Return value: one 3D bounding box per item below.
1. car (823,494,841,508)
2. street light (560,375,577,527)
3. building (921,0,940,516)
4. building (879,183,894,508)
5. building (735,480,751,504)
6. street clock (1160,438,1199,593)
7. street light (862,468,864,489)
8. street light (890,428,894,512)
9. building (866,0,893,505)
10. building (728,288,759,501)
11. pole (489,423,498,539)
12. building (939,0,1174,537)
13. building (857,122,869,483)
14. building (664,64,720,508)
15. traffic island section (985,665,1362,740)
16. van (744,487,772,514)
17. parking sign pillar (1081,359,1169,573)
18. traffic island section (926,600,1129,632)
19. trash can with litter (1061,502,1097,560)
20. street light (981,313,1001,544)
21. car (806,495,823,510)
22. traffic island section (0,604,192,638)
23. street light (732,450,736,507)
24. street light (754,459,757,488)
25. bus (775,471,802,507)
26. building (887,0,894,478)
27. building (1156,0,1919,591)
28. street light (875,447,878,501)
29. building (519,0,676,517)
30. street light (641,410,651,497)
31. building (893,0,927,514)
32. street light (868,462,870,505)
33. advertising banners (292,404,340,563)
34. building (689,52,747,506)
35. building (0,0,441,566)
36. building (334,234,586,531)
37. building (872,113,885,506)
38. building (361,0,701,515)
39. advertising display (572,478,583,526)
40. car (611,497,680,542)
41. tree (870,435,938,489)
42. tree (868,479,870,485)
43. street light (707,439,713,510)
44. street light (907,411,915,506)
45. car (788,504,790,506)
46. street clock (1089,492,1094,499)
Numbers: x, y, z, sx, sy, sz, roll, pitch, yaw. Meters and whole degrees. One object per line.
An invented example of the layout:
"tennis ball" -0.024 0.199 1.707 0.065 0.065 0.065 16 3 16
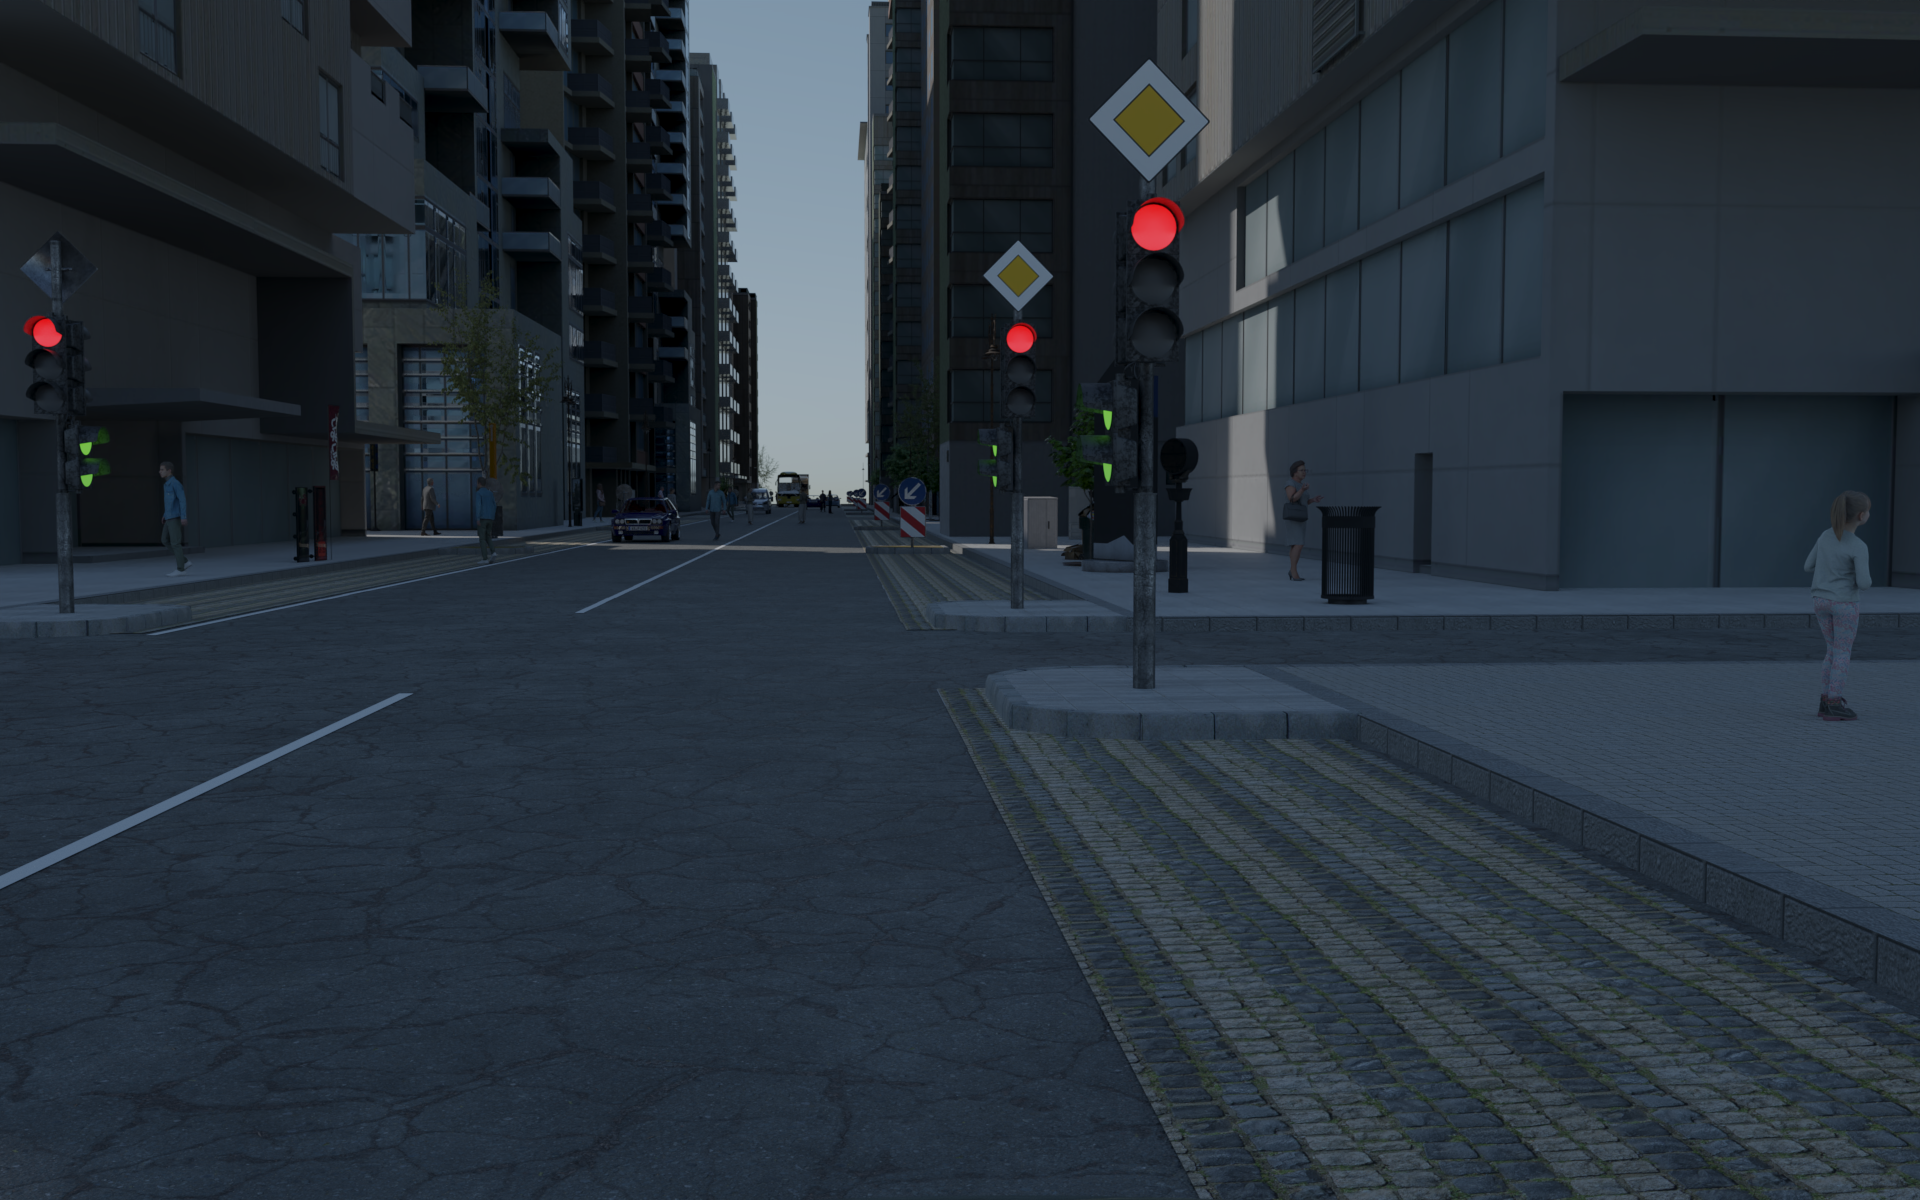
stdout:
"car" -13.325 -10.262 179.787 2.014 1.417 4.499 0 4 -3
"street light" -15.235 -5.793 67.505 0.468 5.910 1.993 0 4 -4
"building" 4.870 -27.889 106.089 14.600 45.320 14.200 0 4 -4
"building" -0.675 -23.978 163.748 14.160 30.474 14.107 0 4 -4
"building" -42.941 -32.225 218.758 32.217 40.220 23.993 0 4 -4
"street clock" 2.836 -1.094 22.459 0.358 2.002 0.471 -3 5 -41
"street light" -14.125 -17.121 252.712 0.468 5.910 1.993 0 4 -4
"street light" -4.665 -9.083 121.301 0.468 5.910 1.993 0 4 -4
"building" -0.716 -40.932 211.232 21.231 58.520 28.212 0 4 -4
"building" -35.156 -28.561 238.680 14.160 30.474 14.107 0 4 -4
"pole" -13.440 -3.427 49.879 0.158 3.312 0.155 0 3 0
"building" 6.191 -17.536 58.414 14.160 30.474 14.107 0 4 -4
"building" 0.424 -39.815 240.210 28.713 52.752 27.495 0 4 -4
"building" -29.850 -29.115 159.621 14.154 41.232 14.086 0 4 -4
"traffic island section" 1.239 0.662 11.459 2.009 0.180 2.903 0 4 -4
"van" -14.547 -7.222 125.093 2.013 2.044 4.112 0 4 -3
"parking sign pillar" 2.749 -2.464 28.763 1.447 3.967 1.447 -2 4 -28
"traffic island section" 0.663 0.175 19.424 2.009 0.180 2.903 0 4 -4
"trash can with litter" 2.390 -1.358 33.589 0.624 1.170 1.055 -3 5 -43
"street light" 0.819 -4.382 44.435 0.468 5.910 1.993 0 4 -4
"car" -13.424 -8.944 158.815 1.945 1.354 3.894 0 4 -4
"traffic island section" -9.652 0.220 18.686 2.009 0.180 2.903 0 4 -4
"street light" -23.179 -12.547 177.938 0.468 5.910 1.993 0 4 -4
"street light" -26.761 -15.529 226.679 0.468 5.910 1.993 0 4 -4
"bus" -18.924 -12.229 191.488 2.896 3.916 12.252 0 4 -6
"building" 5.287 -29.823 142.238 22.147 44.769 28.867 0 4 -4
"building" 19.145 -27.150 33.142 27.495 52.752 28.713 0 4 -4
"street light" -8.196 -12.063 170.015 0.468 5.910 1.993 0 4 -4
"building" -29.584 -27.660 106.864 22.147 44.769 28.867 0 4 -4
"street light" -17.215 -7.475 95.007 0.468 5.910 1.993 0 4 -4
"building" 2.316 -26.703 120.183 14.154 41.232 14.086 0 4 -4
"street light" -10.721 -14.155 204.214 0.468 5.910 1.993 0 4 -4
"advertising banners" -12.302 -2.264 33.200 0.090 3.025 2.074 0 4 4
"building" -36.073 -34.935 190.791 23.786 49.044 30.456 0 4 -4
"building" -28.051 -27.352 36.450 28.713 52.752 27.495 0 4 -4
"building" -27.778 -46.486 72.714 22.319 86.520 31.000 0 4 -4
"building" -2.567 -30.953 189.678 14.154 41.232 14.086 0 4 -4
"building" -31.497 -50.330 135.560 22.319 86.520 31.000 0 4 -4
"advertising display" -15.284 -3.915 69.223 0.123 1.923 0.974 -2 4 -31
"car" -9.536 -2.452 52.671 1.945 1.354 3.894 0 4 -3
"tree" -2.680 -6.914 96.753 4.285 4.588 4.351 0 3 0
"tree" -8.068 -12.059 180.870 4.285 4.588 4.351 0 3 0
"street light" -20.744 -10.438 143.450 0.468 5.910 1.993 0 4 -4
"street light" -2.658 -7.360 93.125 0.468 5.910 1.993 0 4 -4
"car" -20.761 -12.689 217.245 2.009 1.686 4.222 0 4 -4
"street clock" 3.628 -2.582 46.788 0.358 2.002 0.471 2 4 26
